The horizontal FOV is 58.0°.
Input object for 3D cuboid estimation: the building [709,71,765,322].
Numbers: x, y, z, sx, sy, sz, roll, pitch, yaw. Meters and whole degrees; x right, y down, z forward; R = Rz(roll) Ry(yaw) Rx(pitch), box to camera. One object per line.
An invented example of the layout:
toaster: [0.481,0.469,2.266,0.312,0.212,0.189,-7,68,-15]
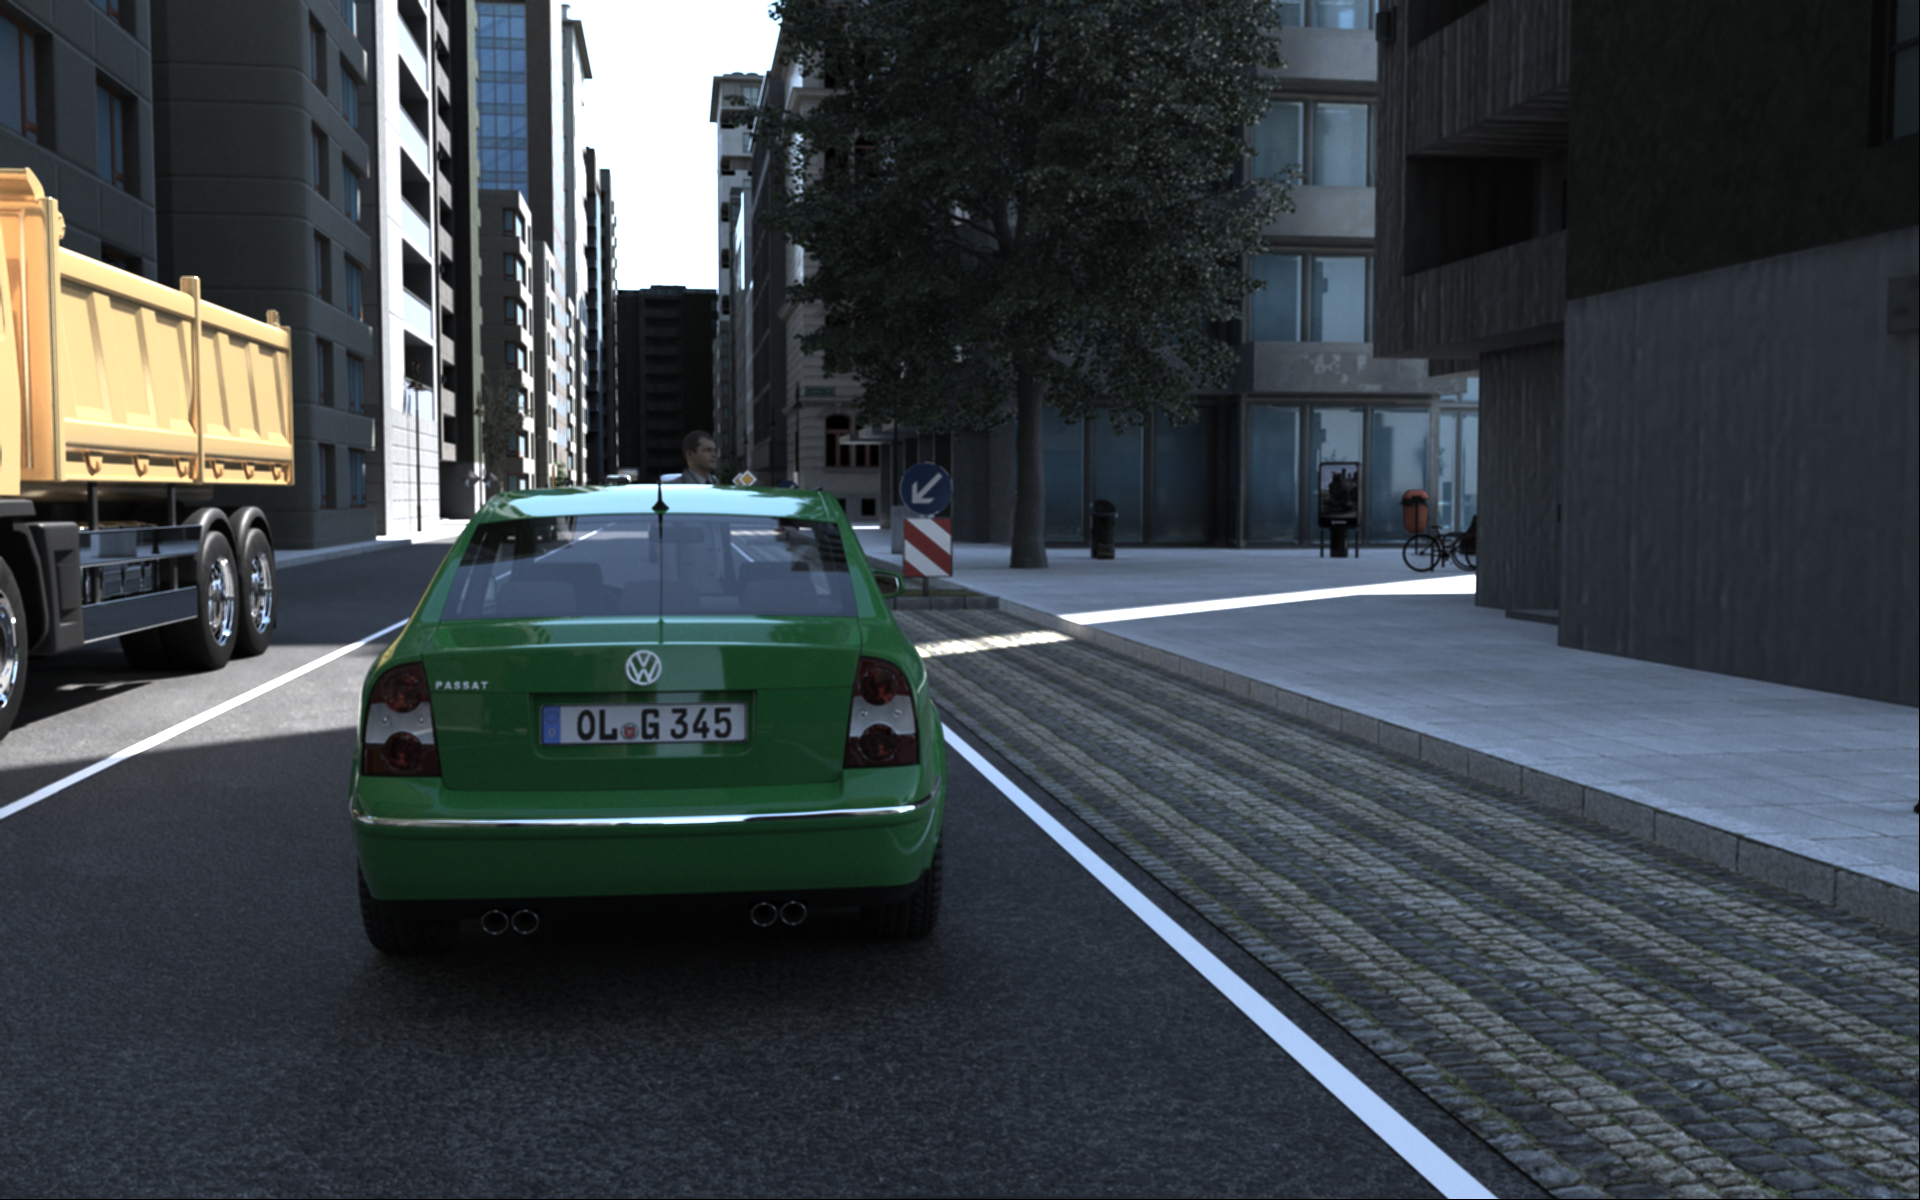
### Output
building: [-16.418,-38.355,216.337,28.713,52.752,27.495,-1,4,-9]

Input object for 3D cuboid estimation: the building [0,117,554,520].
building: [-41.008,-16.251,110.741,27.650,21.520,28.899,-1,4,-9]

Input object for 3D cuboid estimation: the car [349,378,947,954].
car: [-1.132,0.119,6.850,1.959,1.807,4.718,0,4,-7]

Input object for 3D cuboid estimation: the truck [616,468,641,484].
truck: [-35.960,-12.157,187.674,2.839,4.237,11.283,-1,4,-10]

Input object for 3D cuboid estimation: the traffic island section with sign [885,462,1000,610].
traffic island section with sign: [-0.641,-0.830,22.205,1.989,1.847,2.006,-1,4,-9]

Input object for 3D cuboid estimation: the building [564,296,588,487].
building: [-50.114,-19.477,163.490,27.650,21.520,28.899,-1,4,-9]

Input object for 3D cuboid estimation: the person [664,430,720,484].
person: [-1.551,-0.109,10.376,0.767,1.812,0.694,2,4,29]

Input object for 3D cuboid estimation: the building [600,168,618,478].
building: [-59.105,-37.874,242.945,21.600,48.544,21.300,-1,4,-9]

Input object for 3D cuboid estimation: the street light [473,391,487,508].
street light: [-21.431,-6.397,77.378,0.468,5.910,1.993,-1,4,-9]

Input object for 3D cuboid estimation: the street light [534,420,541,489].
street light: [-26.508,-8.321,108.843,0.468,5.910,1.993,-1,4,-9]

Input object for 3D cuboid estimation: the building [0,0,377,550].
building: [-27.627,-11.394,31.336,27.650,21.520,28.899,-1,4,-9]

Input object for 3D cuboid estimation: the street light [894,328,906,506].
street light: [-1.451,-4.064,39.227,0.468,5.910,1.993,-1,4,-9]

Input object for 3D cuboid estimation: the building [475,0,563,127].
building: [-39.494,-29.972,140.151,14.600,45.320,14.200,-1,4,-9]

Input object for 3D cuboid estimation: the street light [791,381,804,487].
street light: [-6.659,-6.013,71.106,0.468,5.910,1.993,-1,4,-9]

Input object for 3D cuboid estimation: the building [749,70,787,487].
building: [-5.126,-19.085,105.554,14.314,27.812,24.014,-1,4,-9]

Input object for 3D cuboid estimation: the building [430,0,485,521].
building: [-30.777,-18.997,82.302,14.160,30.474,14.107,-1,4,-9]

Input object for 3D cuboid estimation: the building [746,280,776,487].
building: [-9.994,-16.606,126.261,10.420,20.320,16.860,-1,4,-9]

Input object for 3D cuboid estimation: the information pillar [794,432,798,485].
information pillar: [-6.175,-4.517,65.200,0.183,3.616,0.504,-1,4,-15]

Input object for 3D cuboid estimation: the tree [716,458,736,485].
tree: [-20.364,-10.558,156.343,4.285,4.588,4.351,0,3,0]

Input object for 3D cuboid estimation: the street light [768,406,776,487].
street light: [-9.713,-7.152,89.726,0.468,5.910,1.993,-1,4,-9]

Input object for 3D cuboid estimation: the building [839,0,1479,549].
building: [8.828,-26.527,53.322,23.786,49.044,30.456,-1,4,-9]

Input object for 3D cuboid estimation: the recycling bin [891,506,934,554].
recycling bin: [-1.019,-1.509,37.231,0.722,1.027,0.722,1,4,22]

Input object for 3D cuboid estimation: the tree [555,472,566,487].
tree: [-30.409,-8.219,128.984,1.663,3.219,1.824,0,3,0]

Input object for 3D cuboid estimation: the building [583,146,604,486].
building: [-52.579,-34.726,217.881,14.200,45.320,14.600,-1,4,-9]

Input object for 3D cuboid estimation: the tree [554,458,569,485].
tree: [-31.618,-9.122,132.864,4.285,4.588,4.351,0,3,0]

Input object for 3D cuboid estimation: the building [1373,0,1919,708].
building: [11.632,-14.996,16.893,14.160,30.474,14.107,-1,4,-9]

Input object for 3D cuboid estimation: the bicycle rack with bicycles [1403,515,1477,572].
bicycle rack with bicycles: [9.081,-0.959,29.062,2.925,0.926,2.852,1,4,22]

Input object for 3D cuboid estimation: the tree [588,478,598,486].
tree: [-44.556,-13.283,211.780,1.663,3.219,1.824,0,3,0]

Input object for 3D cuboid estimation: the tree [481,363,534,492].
tree: [-25.810,-8.934,96.438,4.360,8.622,3.978,0,3,0]

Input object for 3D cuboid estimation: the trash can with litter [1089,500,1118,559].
trash can with litter: [2.913,-1.409,34.422,0.624,1.170,1.055,0,4,-5]

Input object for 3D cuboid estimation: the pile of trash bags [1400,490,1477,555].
pile of trash bags: [11.038,-1.636,36.496,3.447,1.369,1.912,0,4,8]

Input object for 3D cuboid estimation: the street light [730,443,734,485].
street light: [-20.122,-11.017,152.915,0.468,5.910,1.993,-1,4,-9]

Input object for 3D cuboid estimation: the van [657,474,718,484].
van: [-5.903,-1.878,37.718,2.013,2.044,4.112,-1,4,-8]

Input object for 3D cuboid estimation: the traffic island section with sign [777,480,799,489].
traffic island section with sign: [-5.012,-2.457,48.805,1.989,1.847,2.006,-1,4,-9]

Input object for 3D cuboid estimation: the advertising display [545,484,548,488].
advertising display: [-26.053,-6.358,109.171,0.123,1.923,0.974,-1,4,-18]

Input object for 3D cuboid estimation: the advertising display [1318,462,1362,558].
advertising display: [7.684,-1.825,35.053,0.123,1.923,0.974,-3,5,-42]

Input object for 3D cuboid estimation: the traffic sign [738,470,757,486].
traffic sign: [-8.724,-4.130,71.172,0.795,2.450,0.064,-1,4,-9]

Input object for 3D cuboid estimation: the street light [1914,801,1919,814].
street light: [3.935,-2.079,6.780,0.468,5.910,1.993,-1,4,-9]

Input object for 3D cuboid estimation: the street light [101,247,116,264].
street light: [-13.124,-3.314,26.965,0.468,5.910,1.993,-1,4,-9]

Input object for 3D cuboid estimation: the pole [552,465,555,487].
pole: [-28.697,-7.861,122.373,0.158,3.312,0.155,0,3,0]

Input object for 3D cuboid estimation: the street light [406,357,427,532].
street light: [-18.288,-5.237,58.415,0.468,5.910,1.993,-1,4,-9]

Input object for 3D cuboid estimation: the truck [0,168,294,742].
truck: [-6.944,-0.959,11.602,3.469,3.379,9.791,0,4,-8]

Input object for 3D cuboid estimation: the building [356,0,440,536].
building: [-32.804,-31.509,57.178,28.212,58.520,21.231,-1,4,-9]

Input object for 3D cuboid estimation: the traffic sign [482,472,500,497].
traffic sign: [-20.921,-4.504,77.287,0.795,2.450,0.064,-1,4,-9]

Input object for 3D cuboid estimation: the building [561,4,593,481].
building: [-55.167,-36.758,190.230,28.713,52.752,27.495,-1,4,-9]

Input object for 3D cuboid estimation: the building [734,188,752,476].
building: [-12.373,-19.976,144.637,12.078,24.808,19.932,-1,4,-9]

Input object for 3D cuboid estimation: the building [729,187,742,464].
building: [-15.099,-24.139,166.380,14.160,30.474,14.107,-1,4,-9]

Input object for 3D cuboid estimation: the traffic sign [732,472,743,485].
traffic sign: [-10.019,-4.612,79.052,0.795,2.450,0.064,-1,4,-9]

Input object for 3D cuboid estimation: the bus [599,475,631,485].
bus: [-32.842,-10.452,165.745,2.948,3.499,13.247,-1,4,-10]

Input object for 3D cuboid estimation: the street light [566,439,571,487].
street light: [-31.816,-10.274,140.774,0.468,5.910,1.993,-1,4,-9]

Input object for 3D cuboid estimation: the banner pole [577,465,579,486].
banner pole: [-32.533,-9.641,147.650,0.401,3.779,0.863,-1,4,-15]

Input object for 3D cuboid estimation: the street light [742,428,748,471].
street light: [-14.986,-9.075,121.159,0.468,5.910,1.993,-1,4,-9]

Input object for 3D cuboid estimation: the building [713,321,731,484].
building: [-12.664,-21.045,189.131,27.650,21.520,28.899,-1,4,-9]

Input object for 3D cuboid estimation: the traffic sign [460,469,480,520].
traffic sign: [-19.626,-4.022,69.407,0.795,2.450,0.064,-1,4,-9]

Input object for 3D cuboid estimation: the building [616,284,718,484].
building: [-40.781,-28.770,242.088,14.107,30.474,14.160,-1,4,-9]

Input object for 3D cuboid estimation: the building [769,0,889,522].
building: [2.699,-18.328,87.057,23.554,28.519,14.401,-1,4,-9]

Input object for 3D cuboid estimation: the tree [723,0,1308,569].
tree: [1.090,-7.527,29.729,9.857,13.997,8.962,0,3,0]

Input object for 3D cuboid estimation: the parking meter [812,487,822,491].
parking meter: [-5.018,-3.202,60.758,0.372,1.533,0.369,0,3,0]
